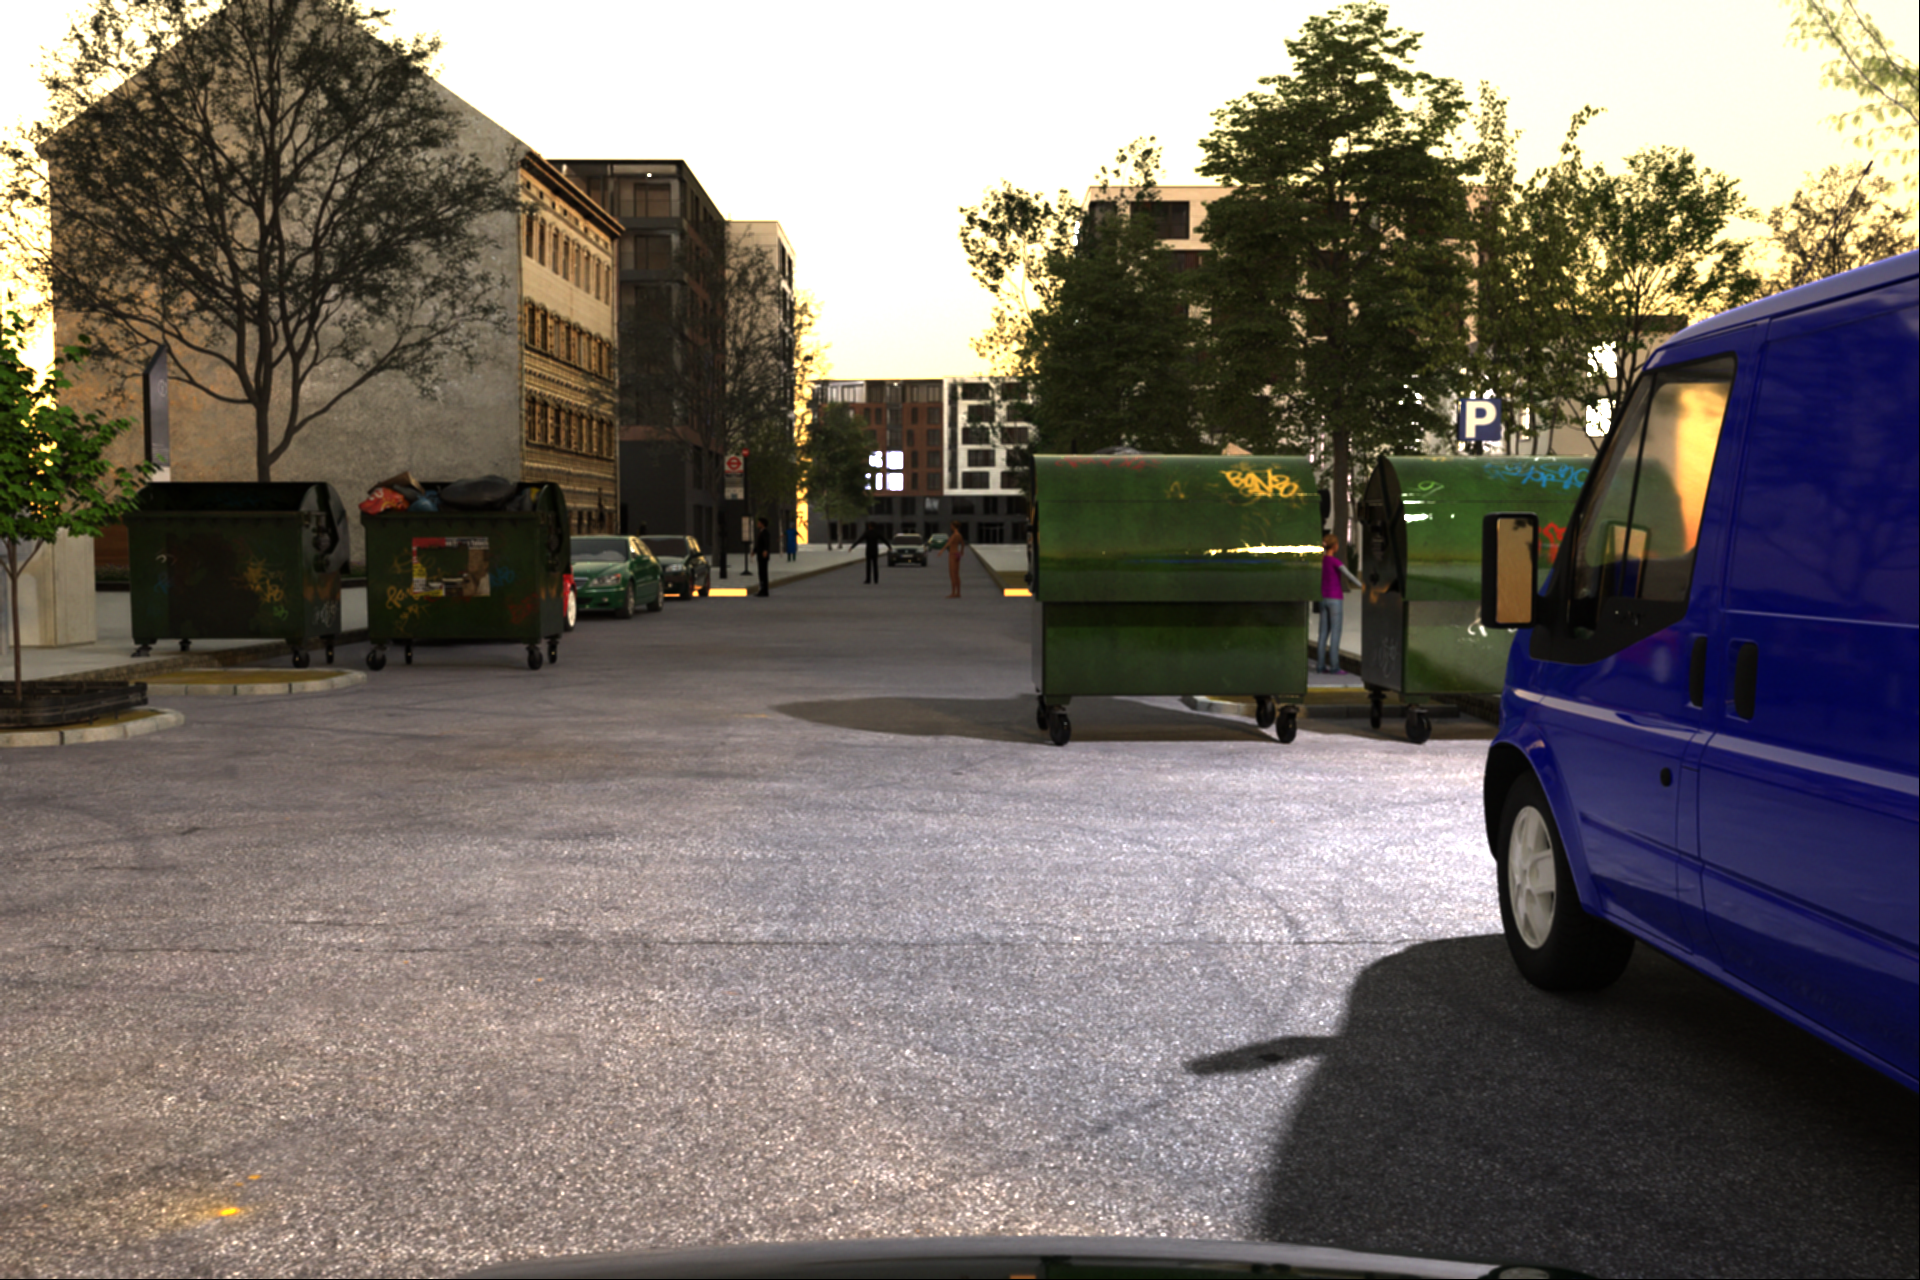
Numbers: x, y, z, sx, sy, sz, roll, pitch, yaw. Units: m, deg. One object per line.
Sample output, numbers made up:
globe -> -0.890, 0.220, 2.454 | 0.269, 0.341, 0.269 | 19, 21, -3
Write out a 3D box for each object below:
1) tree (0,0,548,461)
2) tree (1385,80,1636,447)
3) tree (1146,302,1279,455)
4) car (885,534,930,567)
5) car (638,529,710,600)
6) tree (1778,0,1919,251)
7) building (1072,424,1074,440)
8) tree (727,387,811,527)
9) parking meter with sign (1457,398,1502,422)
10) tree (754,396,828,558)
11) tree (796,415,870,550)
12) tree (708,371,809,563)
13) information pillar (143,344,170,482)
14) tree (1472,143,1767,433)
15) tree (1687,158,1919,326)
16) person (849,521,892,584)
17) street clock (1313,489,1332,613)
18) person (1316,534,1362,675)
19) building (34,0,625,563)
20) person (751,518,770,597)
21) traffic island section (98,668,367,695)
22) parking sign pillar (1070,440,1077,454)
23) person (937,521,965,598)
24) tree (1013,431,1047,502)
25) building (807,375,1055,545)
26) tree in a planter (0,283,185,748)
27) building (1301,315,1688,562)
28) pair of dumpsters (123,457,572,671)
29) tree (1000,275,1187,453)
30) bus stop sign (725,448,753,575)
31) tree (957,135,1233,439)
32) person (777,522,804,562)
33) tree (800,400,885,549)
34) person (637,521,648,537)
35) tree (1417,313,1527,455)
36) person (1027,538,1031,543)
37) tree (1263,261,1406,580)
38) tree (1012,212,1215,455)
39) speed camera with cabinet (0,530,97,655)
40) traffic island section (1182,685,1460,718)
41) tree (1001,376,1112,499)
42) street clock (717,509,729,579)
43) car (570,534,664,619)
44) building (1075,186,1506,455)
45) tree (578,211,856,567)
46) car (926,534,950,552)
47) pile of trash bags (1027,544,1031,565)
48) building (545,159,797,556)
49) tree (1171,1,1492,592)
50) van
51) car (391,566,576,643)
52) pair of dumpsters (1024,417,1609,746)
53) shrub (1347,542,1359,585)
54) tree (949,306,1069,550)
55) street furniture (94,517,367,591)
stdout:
tree -> -12.788, -7.428, 31.817 | 12.009, 13.543, 11.850 | 0, 3, 0
tree -> 9.079, -4.755, 28.110 | 4.737, 8.622, 4.395 | 0, 3, 0
tree -> 7.740, -6.318, 53.663 | 4.360, 8.622, 3.978 | 0, 3, 0
car -> -2.335, -4.135, 77.392 | 2.009, 1.686, 4.222 | 0, 4, 0
car -> -6.660, -1.767, 38.684 | 2.009, 1.686, 4.222 | 0, 3, 0
tree -> 8.761, -3.790, 12.324 | 4.360, 8.622, 3.978 | 0, 3, 0
building -> 24.130, -20.449, 178.313 | 27.936, 21.610, 32.646 | 0, 4, 0
tree -> -9.596, -8.261, 85.430 | 4.737, 8.622, 4.395 | 0, 3, 0
parking meter with sign -> 6.672, -1.543, 21.492 | 0.543, 3.016, 1.738 | 0, 4, 0
tree -> -9.341, -8.619, 91.287 | 4.737, 8.622, 4.395 | 0, 3, 0
tree -> -10.469, -12.284, 135.258 | 7.601, 10.594, 8.767 | 1, 4, 19
tree -> -9.406, -7.702, 76.292 | 4.360, 8.622, 3.978 | 0, 3, 0
information pillar -> -9.806, -1.826, 21.202 | 0.183, 3.616, 0.504 | 0, 4, 1
tree -> 17.488, -7.382, 46.445 | 9.928, 11.665, 9.643 | 0, 3, 0
tree -> 28.234, -8.960, 56.873 | 12.009, 13.543, 11.850 | 0, 3, 0
person -> -2.564, -2.539, 50.195 | 1.346, 1.802, 0.704 | -1, 4, -23
street clock -> 5.845, -1.439, 28.095 | 0.358, 2.002, 0.471 | 0, 4, 0
person -> 3.829, -0.365, 17.698 | 0.599, 1.433, 0.991 | -2, 4, -34
building -> -26.408, -15.052, 77.027 | 19.493, 23.208, 18.063 | 0, 4, 1
person -> -4.554, -1.904, 39.769 | 0.705, 1.806, 1.347 | -1, 4, -19
traffic island section -> -6.769, 0.397, 16.380 | 1.991, 0.108, 1.994 | 0, 3, 0
parking sign pillar -> 3.383, -3.772, 50.148 | 1.447, 3.967, 1.447 | 0, 4, 0
person -> -0.189, -1.820, 39.010 | 0.721, 1.733, 1.217 | 2, 4, 26
tree -> 5.517, -10.520, 122.372 | 4.737, 8.622, 4.395 | 0, 3, 0
building -> -2.860, -23.856, 236.480 | 32.646, 21.610, 27.936 | 0, 4, 6
tree in a planter -> -6.841, -0.934, 12.488 | 1.991, 3.239, 1.994 | 0, 4, 1
building -> 23.159, -8.455, 80.386 | 9.099, 9.664, 28.070 | 0, 4, 0
pair of dumpsters -> -6.514, -0.833, 18.575 | 4.436, 2.255, 1.574 | 0, 3, 0
tree -> 5.447, -8.818, 69.935 | 9.928, 11.665, 9.643 | 0, 3, 0
bus stop sign -> -6.886, -3.991, 53.952 | 0.855, 3.939, 0.416 | 0, 4, 1
tree -> 6.534, -13.843, 82.230 | 12.611, 20.169, 13.585 | 0, 3, 0
person -> -7.792, -4.513, 79.919 | 1.347, 1.817, 0.704 | 1, 4, 14
tree -> -10.115, -14.004, 147.087 | 7.486, 12.596, 7.792 | 0, 3, 0
person -> -14.018, -4.346, 76.837 | 0.705, 1.856, 1.354 | -2, 4, -25
tree -> 17.087, -6.486, 56.413 | 4.360, 8.622, 3.978 | 0, 3, 0
person -> 3.391, -4.003, 71.590 | 1.345, 1.843, 0.704 | -2, 4, -30
tree -> 10.769, -5.852, 46.040 | 4.360, 8.622, 3.978 | 0, 3, 0
tree -> 5.692, -8.740, 61.028 | 7.486, 12.596, 7.792 | 0, 3, 0
speed camera with cabinet -> -10.386, -1.521, 19.204 | 0.660, 3.252, 2.038 | 0, 4, 0
traffic island section -> 2.900, 0.511, 14.506 | 1.991, 0.108, 1.994 | 0, 4, 0
tree -> 5.790, -9.833, 95.178 | 7.601, 10.594, 8.767 | -1, 4, -10
street clock -> -6.817, -2.768, 49.834 | 0.358, 2.002, 0.471 | 0, 4, 2
car -> -6.439, -1.156, 30.695 | 2.131, 1.459, 4.920 | 0, 4, 0
building -> 21.546, -16.776, 118.269 | 27.936, 21.610, 32.646 | 0, 3, 0
tree -> -9.484, -9.564, 66.734 | 12.009, 13.543, 11.850 | 0, 3, 0
car -> -1.636, -7.816, 139.582 | 2.131, 1.459, 4.920 | 0, 4, -1
pile of trash bags -> 2.983, -2.630, 52.752 | 1.912, 1.369, 3.447 | 0, 4, -2
building -> -25.768, -16.329, 110.958 | 27.936, 21.610, 32.646 | 0, 4, -1
tree -> 8.078, -7.316, 37.739 | 7.486, 12.596, 7.792 | 0, 3, 0
van -> 2.725, 0.041, 3.713 | 2.240, 2.365, 5.245 | 0, 4, -1
car -> -6.590, -0.919, 24.072 | 2.155, 1.783, 4.494 | 0, 4, 0
pair of dumpsters -> 2.666, -0.447, 12.257 | 4.436, 2.255, 1.574 | 0, 4, -1
shrub -> 9.586, -1.985, 43.576 | 1.383, 1.207, 1.383 | 0, 3, 0
tree -> 5.260, -17.608, 143.774 | 12.611, 20.169, 13.585 | 0, 3, 0
street furniture -> -17.487, -2.067, 40.646 | 11.010, 1.723, 9.812 | 0, 4, 7
